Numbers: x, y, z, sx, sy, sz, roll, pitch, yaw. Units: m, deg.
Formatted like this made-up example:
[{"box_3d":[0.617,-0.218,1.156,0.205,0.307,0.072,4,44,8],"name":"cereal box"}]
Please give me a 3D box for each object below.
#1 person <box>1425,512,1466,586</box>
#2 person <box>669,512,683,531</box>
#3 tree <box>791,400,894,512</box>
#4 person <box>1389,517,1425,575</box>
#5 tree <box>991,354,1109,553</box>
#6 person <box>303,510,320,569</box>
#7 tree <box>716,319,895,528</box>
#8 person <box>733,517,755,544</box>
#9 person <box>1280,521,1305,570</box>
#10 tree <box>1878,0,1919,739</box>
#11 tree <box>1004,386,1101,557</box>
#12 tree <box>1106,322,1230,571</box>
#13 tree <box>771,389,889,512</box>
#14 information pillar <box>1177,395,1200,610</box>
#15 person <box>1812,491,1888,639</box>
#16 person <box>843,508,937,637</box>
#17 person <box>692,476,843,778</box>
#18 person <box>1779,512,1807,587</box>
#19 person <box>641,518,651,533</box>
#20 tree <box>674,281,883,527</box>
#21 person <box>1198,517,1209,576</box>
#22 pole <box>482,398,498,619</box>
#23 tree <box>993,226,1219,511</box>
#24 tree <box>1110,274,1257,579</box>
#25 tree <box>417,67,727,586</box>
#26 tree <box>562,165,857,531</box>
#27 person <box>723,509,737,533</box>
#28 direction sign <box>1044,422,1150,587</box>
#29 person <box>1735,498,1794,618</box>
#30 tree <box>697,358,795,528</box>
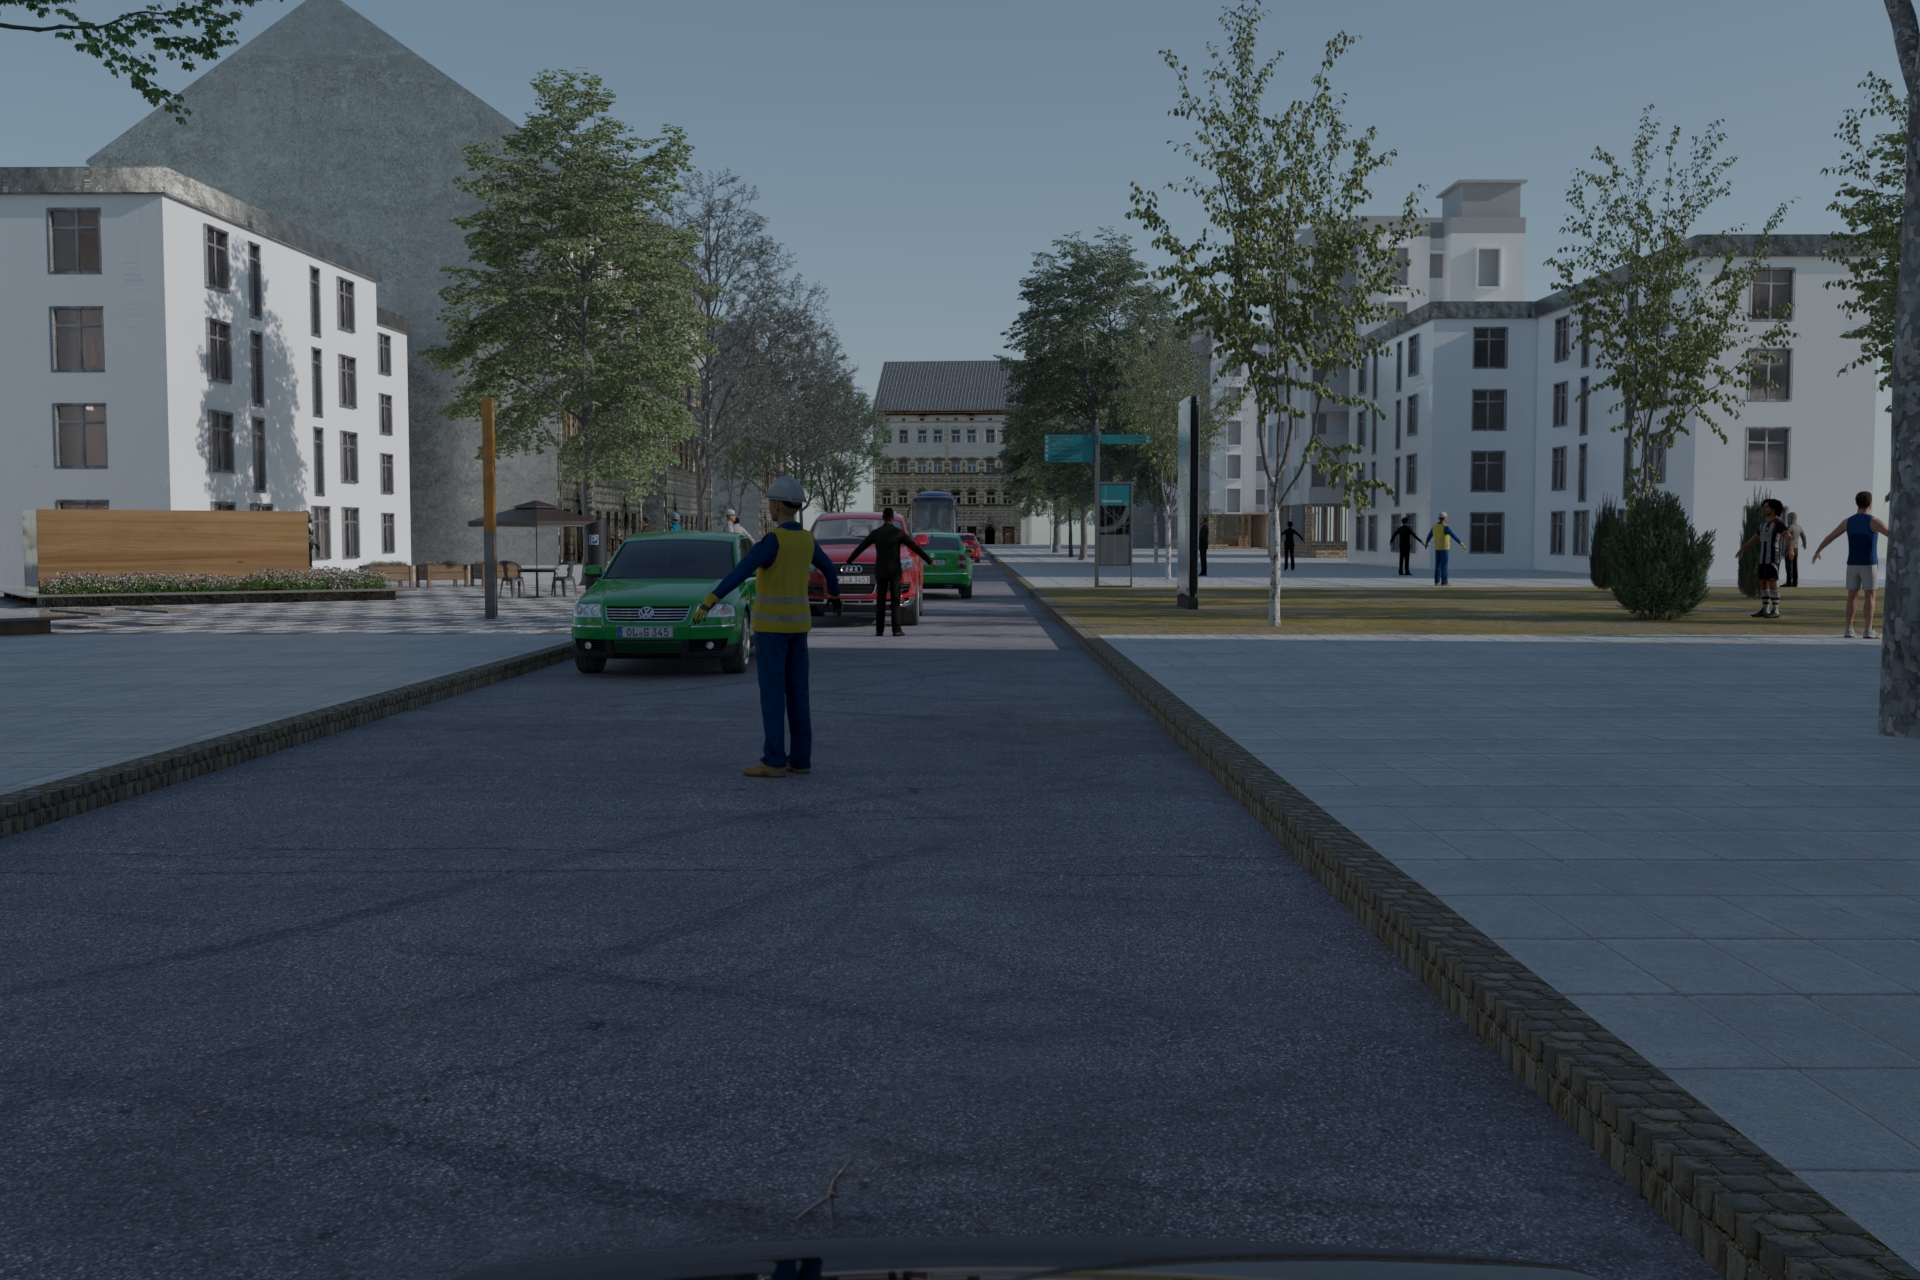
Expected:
[{"box_3d":[11.970,-2.261,42.933,0.705,1.833,1.349,-2,4,-29],"name":"person"},{"box_3d":[-7.054,-2.232,42.623,0.704,1.817,1.347,1,4,15],"name":"person"},{"box_3d":[-8.765,-12.376,128.096,9.928,11.665,9.643,0,3,0],"name":"tree"},{"box_3d":[13.841,-2.913,53.819,0.705,1.806,1.347,-3,4,-37],"name":"person"},{"box_3d":[6.558,-12.949,118.369,9.857,13.997,8.962,0,3,0],"name":"tree"},{"box_3d":[-15.678,-2.190,41.591,0.705,1.856,1.354,-3,4,-37],"name":"person"},{"box_3d":[-8.817,-11.409,96.910,12.009,13.543,11.850,0,3,0],"name":"tree"},{"box_3d":[-6.859,-2.863,52.998,1.347,1.806,0.705,-2,4,-29],"name":"person"},{"box_3d":[11.609,-3.330,61.164,1.216,1.740,0.721,0,4,-8],"name":"person"},{"box_3d":[7.539,-9.433,10.114,12.611,20.169,13.585,0,3,0],"name":"tree"},{"box_3d":[5.858,-9.872,95.821,7.601,10.594,8.767,-2,4,-28],"name":"tree"},{"box_3d":[7.015,-6.717,60.191,4.737,8.622,4.395,0,3,0],"name":"tree"},{"box_3d":[-8.408,-11.313,110.727,9.928,11.665,9.643,0,3,0],"name":"tree"},{"box_3d":[3.971,-2.375,30.152,0.184,3.620,1.656,0,4,0],"name":"information pillar"},{"box_3d":[11.126,-0.927,21.330,0.704,1.807,1.345,-3,4,-37],"name":"person"},{"box_3d":[-0.997,-0.955,24.298,1.346,1.802,0.704,1,4,9],"name":"person"},{"box_3d":[-1.108,-0.086,10.333,0.721,1.772,1.216,3,4,38],"name":"person"},{"box_3d":[20.074,-2.186,41.870,1.348,1.813,0.705,-2,4,-29],"name":"person"},{"box_3d":[-10.131,-3.026,55.608,0.704,1.812,1.346,1,4,12],"name":"person"},{"box_3d":[-8.876,-10.611,83.856,12.009,13.543,11.850,0,3,0],"name":"tree"},{"box_3d":[7.441,-2.871,53.166,0.704,1.802,1.346,1,4,18],"name":"person"},{"box_3d":[-7.068,-1.969,26.033,0.158,3.312,0.155,0,3,0],"name":"pole"},{"box_3d":[6.217,-10.114,72.025,9.857,13.997,8.962,0,3,0],"name":"tree"},{"box_3d":[5.863,-6.054,49.338,4.360,8.622,3.978,0,3,0],"name":"tree"},{"box_3d":[-9.512,-7.654,43.277,7.486,12.596,7.792,0,3,0],"name":"tree"},{"box_3d":[-8.634,-9.012,57.714,12.009,13.543,11.850,0,3,0],"name":"tree"},{"box_3d":[-5.169,-2.037,39.161,0.705,1.847,1.347,-1,4,-14],"name":"person"},{"box_3d":[3.275,-3.193,40.963,2.525,3.948,1.411,0,4,1],"name":"direction sign"},{"box_3d":[12.362,-1.245,26.495,0.704,1.843,1.345,-1,4,-10],"name":"person"},{"box_3d":[-9.346,-7.401,71.363,4.360,8.622,3.978,0,3,0],"name":"tree"}]
